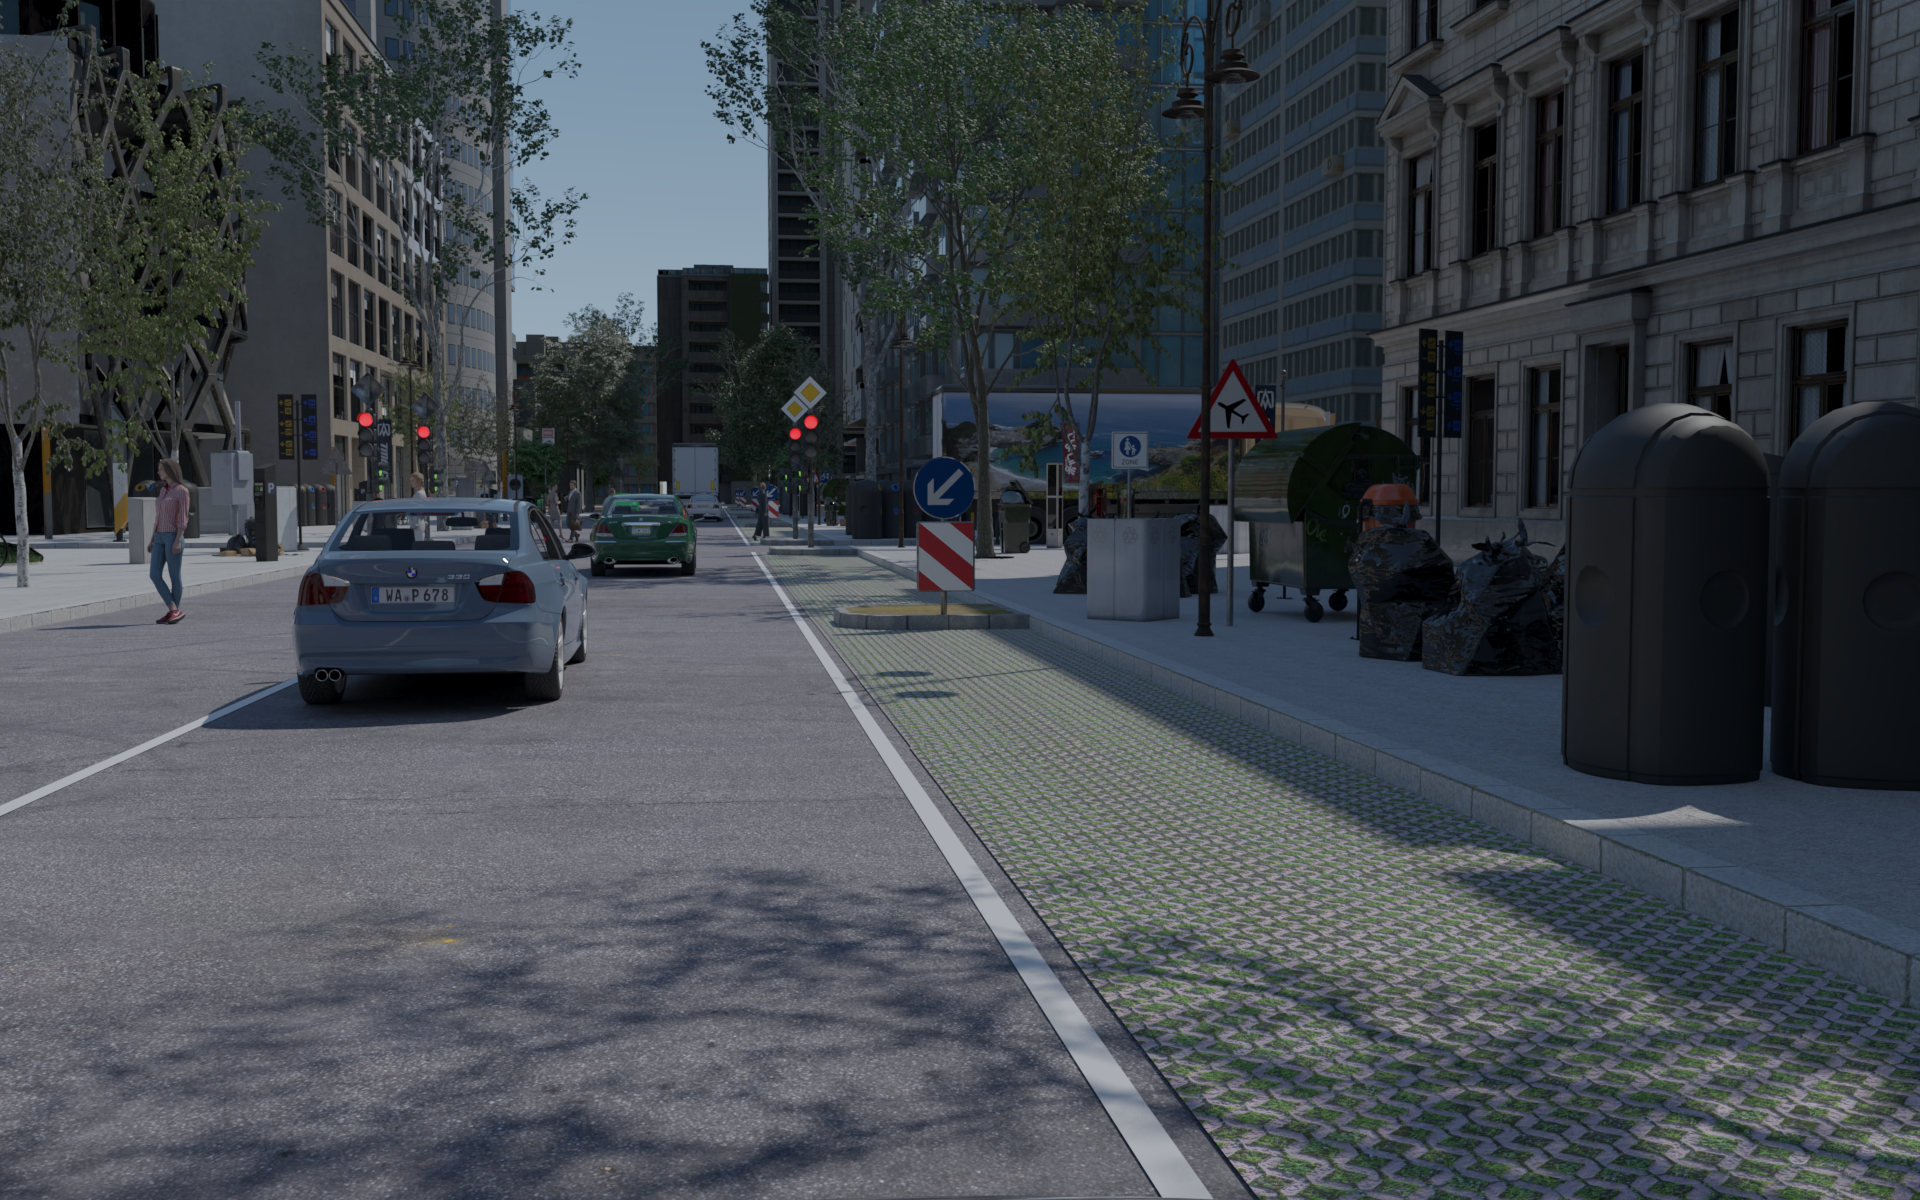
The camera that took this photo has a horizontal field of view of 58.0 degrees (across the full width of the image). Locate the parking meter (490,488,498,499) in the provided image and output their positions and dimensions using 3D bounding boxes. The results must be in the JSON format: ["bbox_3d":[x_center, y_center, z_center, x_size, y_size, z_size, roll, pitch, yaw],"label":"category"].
[{"bbox_3d":[-20.584,-4.160,76.431,0.372,1.533,0.369,0,3,0],"label":"parking meter"}]

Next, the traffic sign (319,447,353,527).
[{"bbox_3d":[-17.058,-2.896,47.348,0.884,2.594,0.081,0,4,-7],"label":"traffic sign"}]

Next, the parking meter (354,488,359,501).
[{"bbox_3d":[-26.268,-4.115,75.685,0.372,1.533,0.369,0,3,0],"label":"parking meter"}]

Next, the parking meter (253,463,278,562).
[{"bbox_3d":[-13.200,-1.664,32.923,0.255,1.863,0.399,1,4,18],"label":"parking meter"}]

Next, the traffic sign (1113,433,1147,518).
[{"bbox_3d":[2.780,-1.609,28.430,0.606,2.300,0.079,0,4,-8],"label":"traffic sign"}]

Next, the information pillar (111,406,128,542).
[{"bbox_3d":[-22.427,-3.356,46.225,0.504,3.616,0.183,2,4,29],"label":"information pillar"}]

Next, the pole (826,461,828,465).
[{"bbox_3d":[-8.278,-6.948,107.442,0.158,3.312,0.155,0,3,0],"label":"pole"}]

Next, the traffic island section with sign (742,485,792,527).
[{"bbox_3d":[-8.294,-4.049,74.836,1.989,1.847,2.006,0,4,-8],"label":"traffic island section with sign"}]

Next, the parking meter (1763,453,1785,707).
[{"bbox_3d":[5.003,-0.128,10.502,0.372,1.533,0.369,0,3,0],"label":"parking meter"}]

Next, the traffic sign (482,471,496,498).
[{"bbox_3d":[-20.509,-4.483,75.427,0.606,2.300,0.079,0,4,-5],"label":"traffic sign"}]

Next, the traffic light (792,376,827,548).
[{"bbox_3d":[-3.585,-3.205,41.322,0.839,4.253,0.868,0,4,-8],"label":"traffic light"}]

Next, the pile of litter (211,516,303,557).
[{"bbox_3d":[-14.594,-1.348,36.003,1.719,0.858,1.176,-1,4,-9],"label":"pile of litter"}]

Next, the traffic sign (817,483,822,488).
[{"bbox_3d":[-8.680,-6.405,105.901,0.795,2.450,0.064,0,4,-4],"label":"traffic sign"}]

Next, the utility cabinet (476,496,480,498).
[{"bbox_3d":[-20.551,-3.809,73.446,0.306,1.237,1.020,-2,4,-25],"label":"utility cabinet"}]

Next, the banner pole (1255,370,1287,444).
[{"bbox_3d":[6.305,-2.750,34.986,0.863,3.779,0.401,-1,4,-17],"label":"banner pole"}]

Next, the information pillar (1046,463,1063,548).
[{"bbox_3d":[2.242,-2.235,41.036,0.304,2.012,0.304,2,4,27],"label":"information pillar"}]

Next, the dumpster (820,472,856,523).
[{"bbox_3d":[-5.405,-4.551,76.897,1.502,2.255,1.985,0,4,-8],"label":"dumpster"}]

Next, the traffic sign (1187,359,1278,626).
[{"bbox_3d":[2.623,-1.025,16.763,0.884,2.594,0.081,0,4,-3],"label":"traffic sign"}]

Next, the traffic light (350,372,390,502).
[{"bbox_3d":[-13.594,-3.117,39.891,0.839,4.253,0.868,0,4,-8],"label":"traffic light"}]

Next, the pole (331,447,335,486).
[{"bbox_3d":[-27.011,-4.946,74.708,0.158,3.312,0.155,0,3,0],"label":"pole"}]

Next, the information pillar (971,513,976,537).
[{"bbox_3d":[0.367,-3.679,51.506,0.183,3.616,0.504,0,4,0],"label":"information pillar"}]

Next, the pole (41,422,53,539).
[{"bbox_3d":[-25.879,-3.379,49.092,0.158,3.312,0.155,0,3,0],"label":"pole"}]

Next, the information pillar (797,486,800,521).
[{"bbox_3d":[-7.924,-4.865,84.038,0.304,2.012,0.304,0,4,-7],"label":"information pillar"}]

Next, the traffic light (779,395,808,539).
[{"bbox_3d":[-4.707,-3.689,49.228,0.839,4.253,0.868,0,4,-8],"label":"traffic light"}]

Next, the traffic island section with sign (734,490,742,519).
[{"bbox_3d":[-12.080,-5.682,101.525,1.989,1.847,2.006,0,4,-8],"label":"traffic island section with sign"}]

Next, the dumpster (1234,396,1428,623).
[{"bbox_3d":[3.822,-0.950,18.028,1.502,2.255,1.985,0,4,-8],"label":"dumpster"}]

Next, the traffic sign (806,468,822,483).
[{"bbox_3d":[-7.215,-5.195,84.945,0.884,2.594,0.081,0,4,-4],"label":"traffic sign"}]

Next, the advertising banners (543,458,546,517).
[{"bbox_3d":[-19.986,-5.333,83.385,0.090,3.025,2.074,-1,4,-10],"label":"advertising banners"}]

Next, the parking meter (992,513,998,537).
[{"bbox_3d":[0.978,-2.800,51.495,0.399,1.863,0.255,0,4,1],"label":"parking meter"}]

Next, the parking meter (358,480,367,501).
[{"bbox_3d":[-25.100,-4.111,72.933,0.399,1.863,0.255,0,4,2],"label":"parking meter"}]

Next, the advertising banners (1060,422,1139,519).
[{"bbox_3d":[3.356,-2.800,41.966,2.074,3.025,0.090,2,4,29],"label":"advertising banners"}]

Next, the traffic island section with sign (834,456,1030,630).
[{"bbox_3d":[-0.373,-0.639,19.078,1.989,1.847,2.006,0,4,-8],"label":"traffic island section with sign"}]

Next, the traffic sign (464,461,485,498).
[{"bbox_3d":[-18.532,-4.036,66.103,0.768,2.556,0.104,0,4,-6],"label":"traffic sign"}]

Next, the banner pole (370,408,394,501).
[{"bbox_3d":[-17.038,-3.719,50.828,0.863,3.779,0.401,-3,4,-38],"label":"banner pole"}]

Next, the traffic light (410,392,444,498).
[{"bbox_3d":[-14.716,-3.601,47.797,0.839,4.253,0.868,0,4,-8],"label":"traffic light"}]

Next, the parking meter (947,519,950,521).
[{"bbox_3d":[-0.526,-3.182,60.433,0.372,1.533,0.369,0,3,0],"label":"parking meter"}]

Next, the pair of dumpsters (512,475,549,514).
[{"bbox_3d":[-21.117,-5.039,84.878,1.574,2.255,4.437,0,4,-8],"label":"pair of dumpsters"}]

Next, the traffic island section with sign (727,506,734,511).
[{"bbox_3d":[-19.019,-8.673,150.434,1.989,1.847,2.006,0,4,-8],"label":"traffic island section with sign"}]

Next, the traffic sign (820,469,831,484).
[{"bbox_3d":[-6.744,-5.328,87.225,0.768,2.556,0.104,0,4,-6],"label":"traffic sign"}]

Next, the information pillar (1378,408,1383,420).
[{"bbox_3d":[10.538,-3.175,43.258,0.183,3.616,0.504,-1,4,-15],"label":"information pillar"}]

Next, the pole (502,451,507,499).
[{"bbox_3d":[-21.533,-5.386,81.898,0.158,3.312,0.155,0,3,0],"label":"pole"}]

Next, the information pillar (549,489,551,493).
[{"bbox_3d":[-27.413,-7.630,116.105,0.504,3.616,0.183,1,4,17],"label":"information pillar"}]

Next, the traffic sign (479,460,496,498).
[{"bbox_3d":[-18.294,-4.076,66.650,0.884,2.594,0.081,0,4,-3],"label":"traffic sign"}]
